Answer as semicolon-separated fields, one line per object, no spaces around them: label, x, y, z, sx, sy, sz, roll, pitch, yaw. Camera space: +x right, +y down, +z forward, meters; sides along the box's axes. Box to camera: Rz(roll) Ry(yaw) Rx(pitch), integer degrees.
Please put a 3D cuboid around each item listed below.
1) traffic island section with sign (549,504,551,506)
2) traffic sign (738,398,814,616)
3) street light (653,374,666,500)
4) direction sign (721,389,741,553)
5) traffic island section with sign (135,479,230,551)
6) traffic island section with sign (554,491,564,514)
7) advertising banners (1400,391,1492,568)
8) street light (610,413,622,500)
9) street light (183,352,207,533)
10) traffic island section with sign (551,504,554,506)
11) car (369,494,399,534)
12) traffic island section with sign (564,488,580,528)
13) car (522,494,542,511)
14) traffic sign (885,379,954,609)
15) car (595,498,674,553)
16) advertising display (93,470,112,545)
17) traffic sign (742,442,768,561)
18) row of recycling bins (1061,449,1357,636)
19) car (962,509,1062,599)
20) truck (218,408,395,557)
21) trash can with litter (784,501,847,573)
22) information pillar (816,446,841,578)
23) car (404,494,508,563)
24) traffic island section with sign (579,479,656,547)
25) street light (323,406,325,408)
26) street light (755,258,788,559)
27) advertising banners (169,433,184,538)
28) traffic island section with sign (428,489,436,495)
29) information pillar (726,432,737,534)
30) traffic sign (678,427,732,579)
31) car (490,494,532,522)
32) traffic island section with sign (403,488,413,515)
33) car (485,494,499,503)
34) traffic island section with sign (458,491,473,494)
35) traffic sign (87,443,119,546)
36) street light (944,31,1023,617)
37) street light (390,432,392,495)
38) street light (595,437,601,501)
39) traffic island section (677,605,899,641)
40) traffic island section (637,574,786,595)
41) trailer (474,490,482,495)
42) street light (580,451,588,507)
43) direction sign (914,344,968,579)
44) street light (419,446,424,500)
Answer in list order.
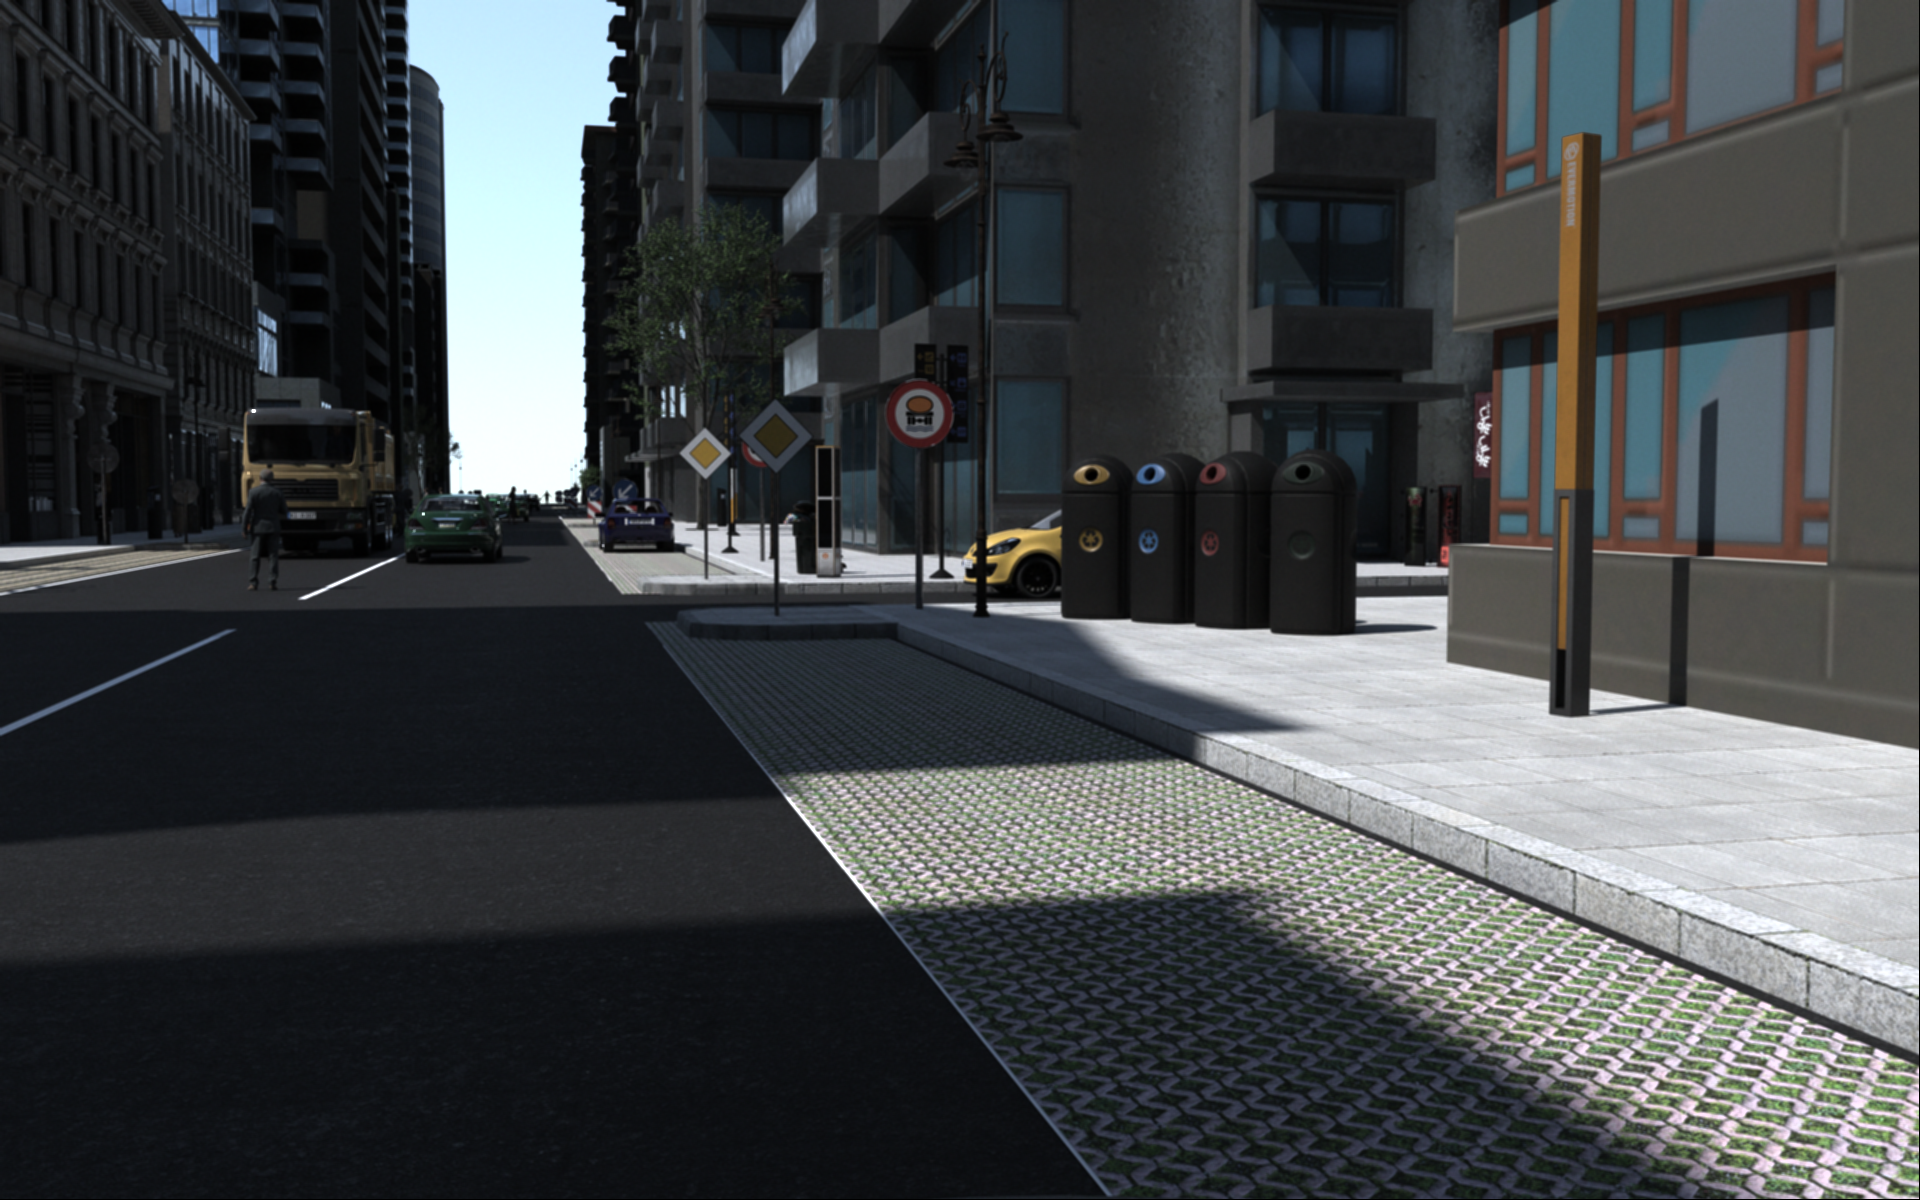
traffic island section with sign;-47.109;-11.915;203.439;1.989;1.847;2.006;-1;4;-14
traffic sign;-1.934;-0.890;18.201;0.795;2.450;0.064;-1;4;-14
street light;-11.625;-5.756;66.893;0.468;5.910;1.993;-1;4;-14
direction sign;-5.027;-2.798;37.751;0.379;3.537;0.876;-1;4;-21
traffic island section with sign;-19.847;-2.183;44.316;1.989;1.847;2.006;-1;4;-14
traffic island section with sign;-27.531;-6.973;122.642;1.989;1.847;2.006;-1;4;-14
advertising banners;8.489;-2.073;30.087;0.090;3.025;2.074;-2;4;-34
street light;-19.534;-7.723;99.051;0.468;5.910;1.993;-1;4;-14
street light;-24.834;-5.112;56.371;0.468;5.910;1.993;-1;4;-14
traffic island section with sign;-33.878;-8.576;148.842;1.989;1.847;2.006;-1;4;-14
car;-21.543;-3.276;63.793;2.015;1.641;3.980;-1;4;-14
traffic island section with sign;-15.799;-4.011;74.206;1.989;1.847;2.006;-1;4;-14
car;-37.133;-8.398;149.100;2.131;1.459;4.920;-1;4;-12
traffic sign;-0.453;-1.171;19.256;0.768;2.556;0.104;-1;4;-8
car;-8.162;-1.893;43.530;1.945;1.354;3.894;-1;4;-14
advertising display;-21.692;-2.362;43.837;0.123;1.923;0.974;-3;5;-43
traffic sign;-3.767;-2.011;32.986;0.768;2.556;0.104;-1;4;-12
row of recycling bins;2.385;-0.610;17.084;1.069;1.692;3.534;-3;5;-42
car;2.018;-0.883;24.667;3.980;1.641;2.015;-1;4;-14
truck;-15.309;-2.797;41.651;3.469;3.379;9.791;-1;4;-14
trash can with litter;-2.328;-1.022;28.103;0.624;1.170;1.055;2;4;29
information pillar;-2.015;-1.351;26.577;0.304;2.012;0.304;1;4;17
car;-10.924;-1.573;37.515;2.131;1.459;4.920;-1;4;-12
traffic island section with sign;-9.254;-2.358;47.187;1.989;1.847;2.006;-1;4;-14
street light;-32.799;-7.138;89.495;0.468;5.910;1.993;-1;4;-14
street light;-3.693;-3.747;34.050;0.468;5.910;1.993;-1;4;-14
advertising banners;-23.091;-3.353;51.013;0.090;3.025;2.074;-1;4;-16
traffic island section with sign;-44.689;-8.455;146.859;1.989;1.847;2.006;-1;4;-14
information pillar;-7.209;-3.882;54.830;0.183;3.616;0.504;-2;4;-35
traffic sign;-3.813;-1.365;25.963;0.795;2.450;0.064;-1;4;-14
car;-23.384;-4.792;90.147;2.131;1.459;4.920;-1;4;-14
traffic island section with sign;-38.179;-6.809;119.959;1.989;1.847;2.006;-1;4;-14
car;-50.400;-10.883;186.732;1.959;1.807;4.718;-1;4;-12
traffic island section with sign;-57.776;-11.759;200.893;1.989;1.847;2.006;-1;4;-14
traffic sign;-21.252;-2.622;42.968;0.768;2.556;0.104;0;4;-6
street light;0.224;-2.761;17.937;0.468;5.910;1.993;-1;4;-14
street light;-42.680;-9.615;129.988;0.468;5.910;1.993;-1;4;-14
street light;-29.514;-10.295;141.108;0.468;5.910;1.993;-1;4;-14
traffic island section;-1.913;0.244;18.284;2.009;0.180;2.903;-1;4;-14
traffic island section;-3.792;-0.230;26.045;2.009;0.180;2.903;-1;4;-14
trailer;-69.685;-14.867;250.125;1.471;1.999;3.904;-1;4;-12
street light;-37.518;-12.276;173.508;0.468;5.910;1.993;-1;4;-14
direction sign;-0.279;-2.099;26.316;0.876;3.537;0.379;-2;4;-24
street light;-50.574;-11.609;162.586;0.468;5.910;1.993;-1;4;-14
